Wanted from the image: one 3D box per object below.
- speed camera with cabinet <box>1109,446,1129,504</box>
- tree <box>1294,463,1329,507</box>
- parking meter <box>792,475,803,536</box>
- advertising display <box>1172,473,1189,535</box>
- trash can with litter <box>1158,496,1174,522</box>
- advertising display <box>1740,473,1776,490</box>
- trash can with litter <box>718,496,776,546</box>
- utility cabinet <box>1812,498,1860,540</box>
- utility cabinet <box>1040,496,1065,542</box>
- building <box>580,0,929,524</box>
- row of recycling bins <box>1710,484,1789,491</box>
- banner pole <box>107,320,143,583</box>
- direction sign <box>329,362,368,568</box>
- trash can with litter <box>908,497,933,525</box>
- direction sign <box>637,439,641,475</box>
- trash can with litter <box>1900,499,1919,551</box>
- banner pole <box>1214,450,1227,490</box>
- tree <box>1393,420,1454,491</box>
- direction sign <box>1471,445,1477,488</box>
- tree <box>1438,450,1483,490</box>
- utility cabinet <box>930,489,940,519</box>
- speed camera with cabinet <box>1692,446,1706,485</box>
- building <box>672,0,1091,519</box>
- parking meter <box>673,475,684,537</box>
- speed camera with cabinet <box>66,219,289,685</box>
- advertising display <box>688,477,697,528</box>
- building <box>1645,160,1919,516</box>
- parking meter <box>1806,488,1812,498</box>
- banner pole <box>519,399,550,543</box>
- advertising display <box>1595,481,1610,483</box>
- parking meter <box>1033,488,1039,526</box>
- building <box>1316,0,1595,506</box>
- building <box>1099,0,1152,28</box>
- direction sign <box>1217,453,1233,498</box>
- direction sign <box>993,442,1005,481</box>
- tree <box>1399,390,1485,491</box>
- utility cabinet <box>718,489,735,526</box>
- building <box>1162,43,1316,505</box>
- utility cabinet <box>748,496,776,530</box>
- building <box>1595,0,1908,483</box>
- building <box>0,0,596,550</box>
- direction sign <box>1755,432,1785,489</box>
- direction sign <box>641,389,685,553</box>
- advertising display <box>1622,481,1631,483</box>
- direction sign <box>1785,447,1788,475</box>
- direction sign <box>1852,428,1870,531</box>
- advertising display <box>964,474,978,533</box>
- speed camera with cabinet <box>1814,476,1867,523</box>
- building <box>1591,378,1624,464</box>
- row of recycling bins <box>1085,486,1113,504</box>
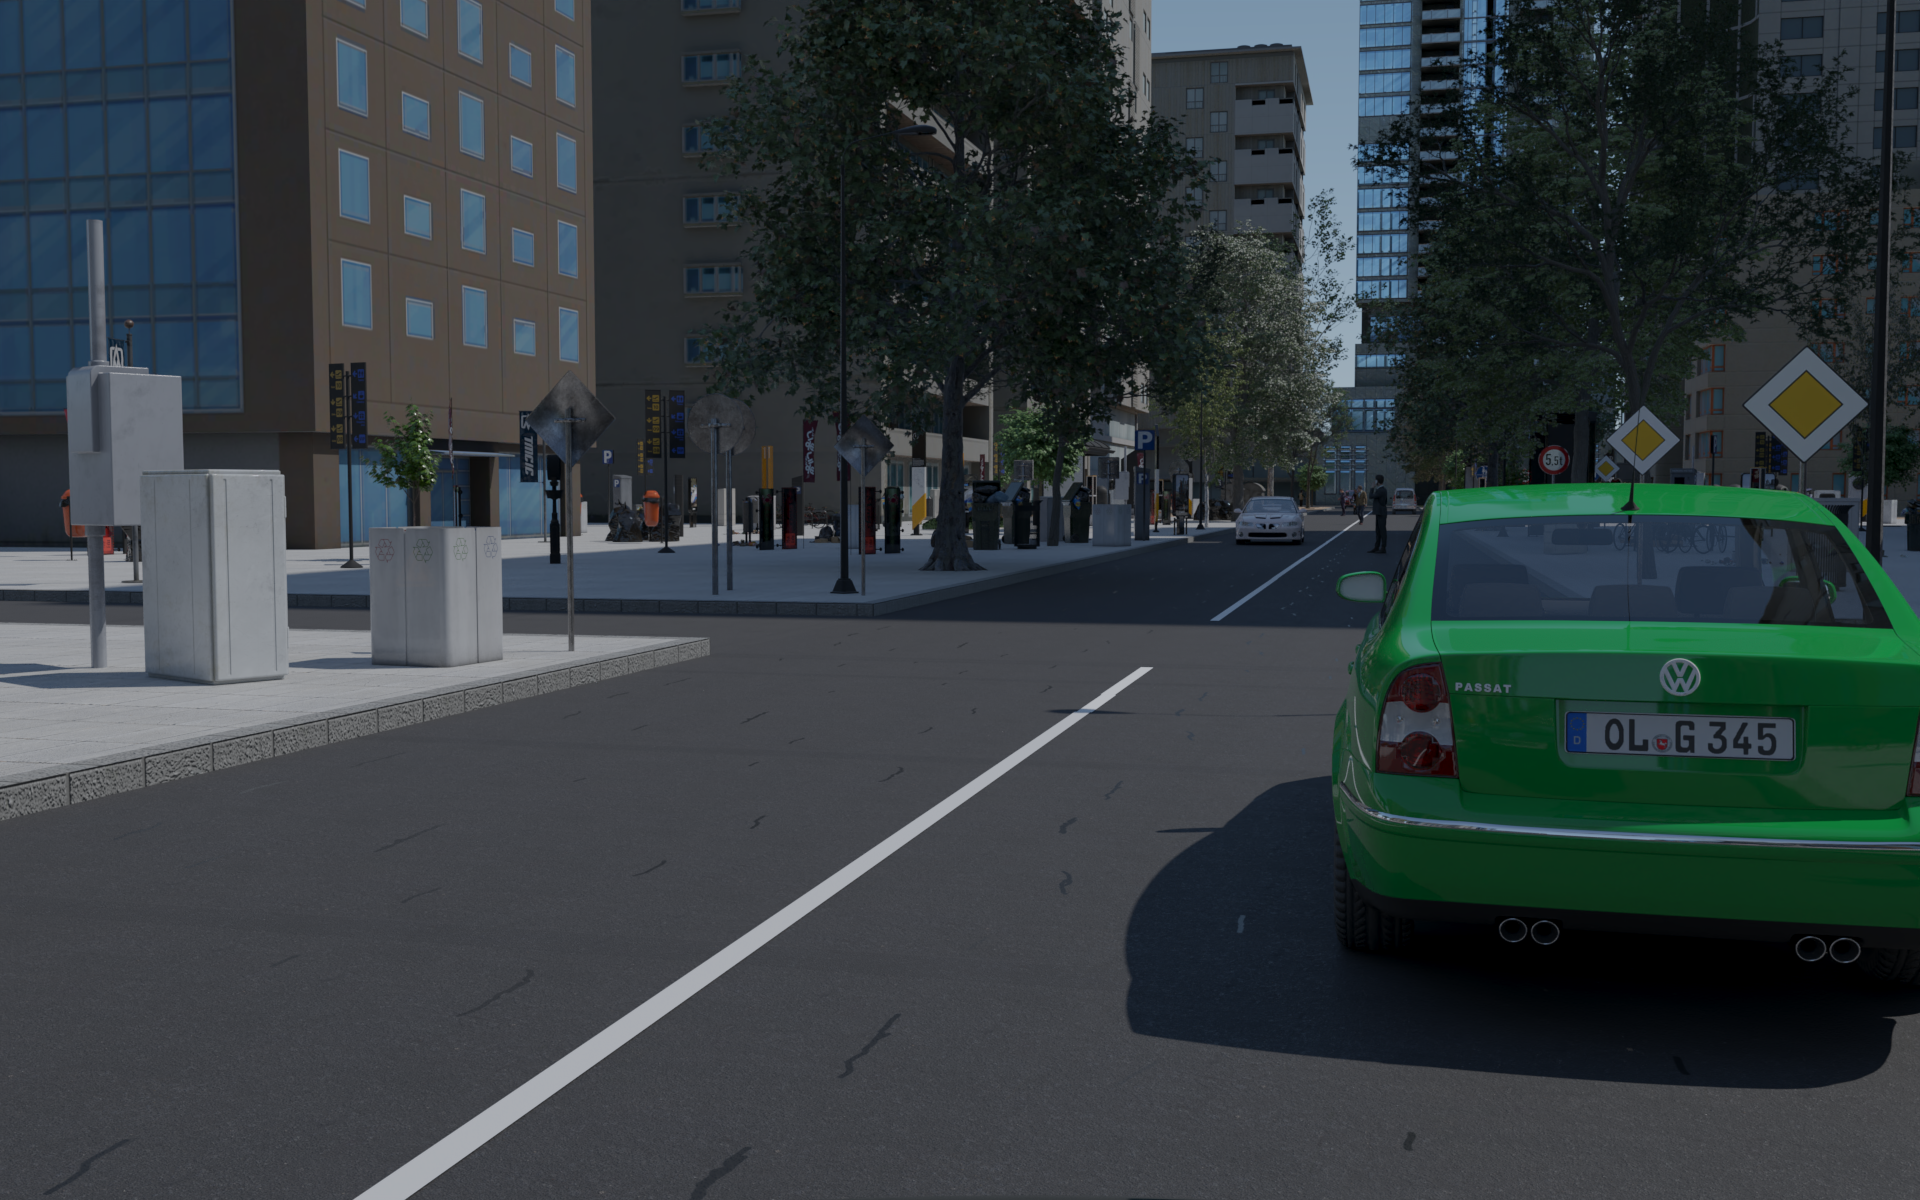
[{"bbox_3d":[6.602,-4.772,72.350,0.660,3.252,2.038,0,4,-4],"label":"speed camera with cabinet"},{"bbox_3d":[33.765,-11.177,166.454,4.285,4.588,4.351,0,3,0],"label":"tree"},{"bbox_3d":[-5.002,-2.909,53.273,0.399,1.863,0.255,0,4,1],"label":"parking meter"},{"bbox_3d":[6.925,-3.006,54.359,0.123,1.923,0.974,2,4,33],"label":"advertising display"},{"bbox_3d":[9.748,-4.231,80.226,1.678,1.210,2.233,2,4,33],"label":"trash can with litter"},{"bbox_3d":[24.042,-2.875,52.217,0.974,1.923,0.123,1,4,11],"label":"advertising display"},{"bbox_3d":[-5.249,-1.966,43.207,1.678,1.210,2.233,-1,4,-17],"label":"trash can with litter"},{"bbox_3d":[14.227,-1.064,28.558,1.020,1.237,0.306,1,4,13],"label":"utility cabinet"},{"bbox_3d":[2.606,-2.187,46.916,0.306,1.237,1.020,3,5,44],"label":"utility cabinet"},{"bbox_3d":[-11.105,-28.213,84.988,21.300,48.544,21.600,1,4,14],"label":"building"},{"bbox_3d":[33.758,-4.120,74.469,3.534,1.692,1.069,0,4,2],"label":"row of recycling bins"},{"bbox_3d":[-11.925,-2.123,24.731,0.401,3.779,0.863,0,4,0],"label":"banner pole"},{"bbox_3d":[-10.571,-2.324,29.989,0.876,3.537,0.379,2,4,28],"label":"direction sign"},{"bbox_3d":[-1.011,-3.756,72.461,2.233,1.210,1.678,0,4,4],"label":"trash can with litter"},{"bbox_3d":[-12.953,-4.850,71.289,0.379,3.537,0.876,2,4,35],"label":"direction sign"},{"bbox_3d":[21.748,-1.680,38.863,1.055,1.170,0.624,0,4,4],"label":"trash can with litter"},{"bbox_3d":[14.435,-6.451,95.490,0.863,3.779,0.401,1,4,15],"label":"banner pole"},{"bbox_3d":[45.697,-15.776,164.591,9.857,13.997,8.962,0,3,0],"label":"tree"},{"bbox_3d":[23.626,-5.363,79.682,0.379,3.537,0.876,2,4,32],"label":"direction sign"},{"bbox_3d":[32.224,-7.757,110.541,4.285,4.588,4.351,0,3,0],"label":"tree"},{"bbox_3d":[-0.886,-4.398,80.586,0.318,1.500,1.173,3,5,41],"label":"utility cabinet"},{"bbox_3d":[29.918,-4.651,70.379,0.660,3.252,2.038,2,4,27],"label":"speed camera with cabinet"},{"bbox_3d":[-3.919,-29.785,110.683,21.300,48.544,21.600,1,4,14],"label":"building"},{"bbox_3d":[-8.450,-2.830,51.987,0.255,1.863,0.399,-1,4,-16],"label":"parking meter"},{"bbox_3d":[-5.595,-1.100,12.318,2.038,3.252,0.660,3,4,38],"label":"speed camera with cabinet"},{"bbox_3d":[-10.201,-3.724,66.102,0.123,1.923,0.974,0,4,5],"label":"advertising display"},{"bbox_3d":[60.630,-16.304,111.604,27.650,21.520,28.899,1,4,14],"label":"building"},{"bbox_3d":[36.952,-4.106,75.544,0.372,1.533,0.369,0,3,0],"label":"parking meter"},{"bbox_3d":[-11.223,-3.411,45.779,0.863,3.779,0.401,-1,4,-9],"label":"banner pole"},{"bbox_3d":[31.812,-4.950,86.139,0.974,1.923,0.123,0,4,1],"label":"advertising display"},{"bbox_3d":[3.168,-3.808,70.669,0.372,1.533,0.369,0,3,0],"label":"parking meter"},{"bbox_3d":[56.735,-53.918,194.238,31.000,86.520,22.319,1,4,14],"label":"building"},{"bbox_3d":[1.404,-34.117,147.046,27.495,52.752,28.713,1,4,14],"label":"building"},{"bbox_3d":[13.653,-5.938,89.078,0.876,3.537,0.379,1,4,18],"label":"direction sign"},{"bbox_3d":[1.624,-4.927,72.549,0.379,3.537,0.876,2,4,34],"label":"direction sign"},{"bbox_3d":[41.874,-14.627,149.516,12.009,13.543,11.850,0,3,0],"label":"tree"},{"bbox_3d":[-9.411,-3.729,69.654,0.318,1.500,1.173,1,4,15],"label":"utility cabinet"},{"bbox_3d":[29.330,-37.734,206.191,27.495,52.752,28.713,1,4,14],"label":"building"},{"bbox_3d":[-7.091,-3.102,61.881,1.020,1.237,0.306,2,4,26],"label":"utility cabinet"},{"bbox_3d":[62.373,-42.644,135.473,20.563,71.187,20.611,1,4,14],"label":"building"},{"bbox_3d":[-19.536,-24.245,46.510,14.600,45.320,14.200,1,4,14],"label":"building"},{"bbox_3d":[29.330,-4.338,62.916,0.876,3.537,0.379,2,4,32],"label":"direction sign"},{"bbox_3d":[-6.404,-2.794,37.683,0.876,3.537,0.379,-2,4,-25],"label":"direction sign"},{"bbox_3d":[33.857,-5.082,88.297,0.974,1.923,0.123,0,4,1],"label":"advertising display"},{"bbox_3d":[34.329,-4.947,72.877,0.876,3.537,0.379,2,4,33],"label":"direction sign"},{"bbox_3d":[30.975,-4.124,59.428,0.876,3.537,0.379,-1,4,-17],"label":"direction sign"},{"bbox_3d":[0.108,-3.131,56.399,0.974,1.923,0.123,-1,4,-9],"label":"advertising display"},{"bbox_3d":[38.933,-5.029,76.563,2.038,3.252,0.660,1,4,18],"label":"speed camera with cabinet"},{"bbox_3d":[86.951,-53.494,187.294,31.000,86.520,22.319,1,4,14],"label":"building"},{"bbox_3d":[6.607,-4.867,86.687,3.534,1.692,1.069,0,4,-8],"label":"row of recycling bins"}]
